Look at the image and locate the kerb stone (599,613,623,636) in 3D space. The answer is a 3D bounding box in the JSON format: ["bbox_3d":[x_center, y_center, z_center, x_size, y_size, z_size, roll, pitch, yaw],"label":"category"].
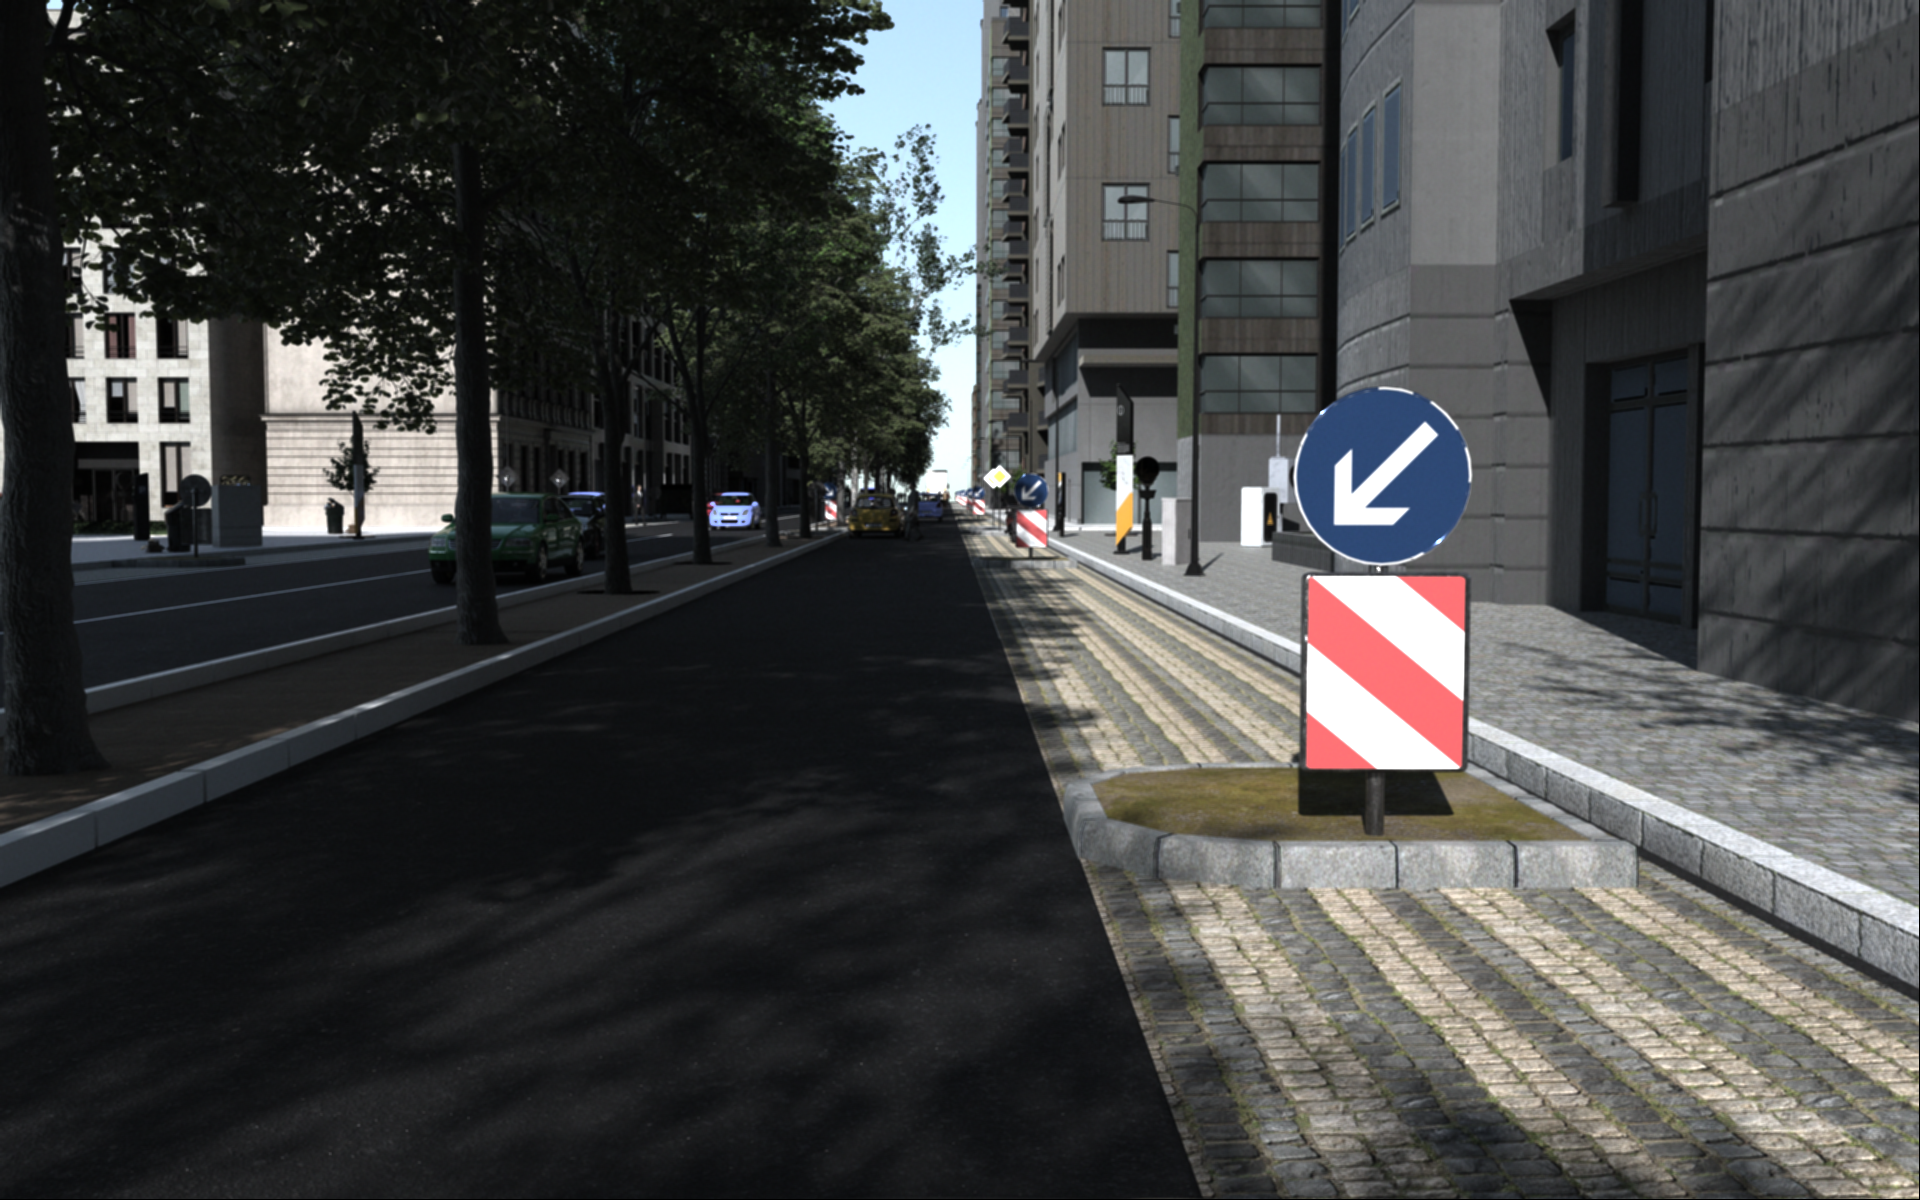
[{"bbox_3d":[-3.644,0.273,17.790,0.120,0.150,1.000,0,4,0],"label":"kerb stone"}]

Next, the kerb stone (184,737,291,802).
[{"bbox_3d":[-3.568,0.834,8.552,0.120,0.150,1.000,0,4,0],"label":"kerb stone"}]

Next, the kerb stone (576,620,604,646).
[{"bbox_3d":[-3.629,0.332,16.765,0.120,0.150,1.000,0,4,0],"label":"kerb stone"}]

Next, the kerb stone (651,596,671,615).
[{"bbox_3d":[-3.658,0.081,20.874,0.120,0.150,1.000,0,4,0],"label":"kerb stone"}]

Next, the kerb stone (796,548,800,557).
[{"bbox_3d":[-3.801,-1.040,39.319,0.120,0.150,1.000,0,4,0],"label":"kerb stone"}]

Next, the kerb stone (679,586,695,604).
[{"bbox_3d":[-3.676,-0.044,22.919,0.120,0.150,1.000,0,4,0],"label":"kerb stone"}]

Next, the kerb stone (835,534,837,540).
[{"bbox_3d":[-3.899,-1.861,52.615,0.120,0.150,1.000,0,4,0],"label":"kerb stone"}]

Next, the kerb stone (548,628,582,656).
[{"bbox_3d":[-3.626,0.395,15.743,0.120,0.150,1.000,0,4,0],"label":"kerb stone"}]

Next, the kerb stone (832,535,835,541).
[{"bbox_3d":[-3.888,-1.797,51.592,0.120,0.150,1.000,0,4,0],"label":"kerb stone"}]

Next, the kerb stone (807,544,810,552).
[{"bbox_3d":[-3.828,-1.235,42.386,0.120,0.150,1.000,0,4,0],"label":"kerb stone"}]

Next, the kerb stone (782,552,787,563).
[{"bbox_3d":[-3.773,-0.859,36.235,0.120,0.150,1.000,0,4,0],"label":"kerb stone"}]

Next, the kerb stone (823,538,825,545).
[{"bbox_3d":[-3.860,-1.548,47.498,0.120,0.150,1.000,0,4,0],"label":"kerb stone"}]

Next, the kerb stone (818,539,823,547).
[{"bbox_3d":[-3.846,-1.485,46.476,0.120,0.150,1.000,0,4,0],"label":"kerb stone"}]

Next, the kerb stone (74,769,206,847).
[{"bbox_3d":[-3.565,0.900,7.530,0.120,0.150,1.000,0,4,0],"label":"kerb stone"}]

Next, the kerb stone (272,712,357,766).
[{"bbox_3d":[-3.580,0.772,9.580,0.120,0.150,1.000,0,4,0],"label":"kerb stone"}]

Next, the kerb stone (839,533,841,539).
[{"bbox_3d":[-3.914,-1.986,54.661,0.120,0.150,1.000,0,4,0],"label":"kerb stone"}]

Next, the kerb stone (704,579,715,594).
[{"bbox_3d":[-3.699,-0.169,24.965,0.120,0.150,1.000,0,4,0],"label":"kerb stone"}]

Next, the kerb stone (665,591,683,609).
[{"bbox_3d":[-3.670,0.018,21.896,0.120,0.150,1.000,0,4,0],"label":"kerb stone"}]

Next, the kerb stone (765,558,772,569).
[{"bbox_3d":[-3.752,-0.668,33.155,0.120,0.150,1.000,0,4,0],"label":"kerb stone"}]

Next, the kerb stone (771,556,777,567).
[{"bbox_3d":[-3.762,-0.733,34.177,0.120,0.150,1.000,0,4,0],"label":"kerb stone"}]

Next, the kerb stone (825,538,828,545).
[{"bbox_3d":[-3.877,-1.605,48.520,0.120,0.150,1.000,0,4,0],"label":"kerb stone"}]

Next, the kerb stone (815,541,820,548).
[{"bbox_3d":[-3.843,-1.420,45.454,0.120,0.150,1.000,0,4,0],"label":"kerb stone"}]

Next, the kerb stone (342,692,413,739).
[{"bbox_3d":[-3.586,0.708,10.612,0.120,0.150,1.000,0,4,0],"label":"kerb stone"}]

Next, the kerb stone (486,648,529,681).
[{"bbox_3d":[-3.613,0.520,13.693,0.120,0.150,1.000,0,4,0],"label":"kerb stone"}]

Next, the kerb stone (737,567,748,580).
[{"bbox_3d":[-3.723,-0.420,29.062,0.120,0.150,1.000,0,4,0],"label":"kerb stone"}]

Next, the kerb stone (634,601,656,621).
[{"bbox_3d":[-3.655,0.144,19.845,0.120,0.150,1.000,0,4,0],"label":"kerb stone"}]

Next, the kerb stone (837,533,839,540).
[{"bbox_3d":[-3.911,-1.920,53.637,0.120,0.150,1.000,0,4,0],"label":"kerb stone"}]

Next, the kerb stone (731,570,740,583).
[{"bbox_3d":[-3.721,-0.354,28.035,0.120,0.150,1.000,0,4,0],"label":"kerb stone"}]

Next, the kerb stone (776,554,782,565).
[{"bbox_3d":[-3.770,-0.796,35.203,0.120,0.150,1.000,0,4,0],"label":"kerb stone"}]

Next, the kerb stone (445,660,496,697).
[{"bbox_3d":[-3.605,0.584,12.663,0.120,0.150,1.000,0,4,0],"label":"kerb stone"}]

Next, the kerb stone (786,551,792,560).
[{"bbox_3d":[-3.781,-0.917,37.264,0.120,0.150,1.000,0,4,0],"label":"kerb stone"}]

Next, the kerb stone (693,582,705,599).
[{"bbox_3d":[-3.685,-0.107,23.942,0.120,0.150,1.000,0,4,0],"label":"kerb stone"}]

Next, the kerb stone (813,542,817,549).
[{"bbox_3d":[-3.838,-1.360,44.430,0.120,0.150,1.000,0,4,0],"label":"kerb stone"}]

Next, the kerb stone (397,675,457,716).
[{"bbox_3d":[-3.598,0.646,11.634,0.120,0.150,1.000,0,4,0],"label":"kerb stone"}]

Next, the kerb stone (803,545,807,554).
[{"bbox_3d":[-3.814,-1.172,41.363,0.120,0.150,1.000,0,4,0],"label":"kerb stone"}]

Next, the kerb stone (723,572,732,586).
[{"bbox_3d":[-3.712,-0.295,27.012,0.120,0.150,1.000,0,4,0],"label":"kerb stone"}]

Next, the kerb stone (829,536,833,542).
[{"bbox_3d":[-3.887,-1.731,50.570,0.120,0.150,1.000,0,4,0],"label":"kerb stone"}]

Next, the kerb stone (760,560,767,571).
[{"bbox_3d":[-3.741,-0.605,32.132,0.120,0.150,1.000,0,4,0],"label":"kerb stone"}]

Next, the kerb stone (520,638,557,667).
[{"bbox_3d":[-3.622,0.457,14.716,0.120,0.150,1.000,0,4,0],"label":"kerb stone"}]

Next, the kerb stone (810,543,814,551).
[{"bbox_3d":[-3.834,-1.293,43.408,0.120,0.150,1.000,0,4,0],"label":"kerb stone"}]

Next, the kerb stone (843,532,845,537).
[{"bbox_3d":[-3.931,-2.106,56.706,0.120,0.150,1.000,0,4,0],"label":"kerb stone"}]

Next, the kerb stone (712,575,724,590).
[{"bbox_3d":[-3.698,-0.232,25.990,0.120,0.150,1.000,0,4,0],"label":"kerb stone"}]

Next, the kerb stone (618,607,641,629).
[{"bbox_3d":[-3.646,0.207,18.812,0.120,0.150,1.000,0,4,0],"label":"kerb stone"}]

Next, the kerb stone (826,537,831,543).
[{"bbox_3d":[-3.870,-1.669,49.548,0.120,0.150,1.000,0,4,0],"label":"kerb stone"}]

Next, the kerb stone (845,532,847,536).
[{"bbox_3d":[-3.936,-2.163,57.739,0.120,0.150,1.000,0,4,0],"label":"kerb stone"}]

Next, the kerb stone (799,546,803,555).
[{"bbox_3d":[-3.810,-1.110,40.341,0.120,0.150,1.000,0,4,0],"label":"kerb stone"}]

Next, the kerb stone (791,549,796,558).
[{"bbox_3d":[-3.786,-0.984,38.291,0.120,0.150,1.000,0,4,0],"label":"kerb stone"}]

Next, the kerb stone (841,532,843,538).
[{"bbox_3d":[-3.923,-2.048,55.684,0.120,0.150,1.000,0,4,0],"label":"kerb stone"}]

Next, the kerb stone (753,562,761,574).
[{"bbox_3d":[-3.743,-0.545,31.110,0.120,0.150,1.000,0,4,0],"label":"kerb stone"}]

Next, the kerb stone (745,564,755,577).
[{"bbox_3d":[-3.729,-0.482,30.084,0.120,0.150,1.000,0,4,0],"label":"kerb stone"}]
